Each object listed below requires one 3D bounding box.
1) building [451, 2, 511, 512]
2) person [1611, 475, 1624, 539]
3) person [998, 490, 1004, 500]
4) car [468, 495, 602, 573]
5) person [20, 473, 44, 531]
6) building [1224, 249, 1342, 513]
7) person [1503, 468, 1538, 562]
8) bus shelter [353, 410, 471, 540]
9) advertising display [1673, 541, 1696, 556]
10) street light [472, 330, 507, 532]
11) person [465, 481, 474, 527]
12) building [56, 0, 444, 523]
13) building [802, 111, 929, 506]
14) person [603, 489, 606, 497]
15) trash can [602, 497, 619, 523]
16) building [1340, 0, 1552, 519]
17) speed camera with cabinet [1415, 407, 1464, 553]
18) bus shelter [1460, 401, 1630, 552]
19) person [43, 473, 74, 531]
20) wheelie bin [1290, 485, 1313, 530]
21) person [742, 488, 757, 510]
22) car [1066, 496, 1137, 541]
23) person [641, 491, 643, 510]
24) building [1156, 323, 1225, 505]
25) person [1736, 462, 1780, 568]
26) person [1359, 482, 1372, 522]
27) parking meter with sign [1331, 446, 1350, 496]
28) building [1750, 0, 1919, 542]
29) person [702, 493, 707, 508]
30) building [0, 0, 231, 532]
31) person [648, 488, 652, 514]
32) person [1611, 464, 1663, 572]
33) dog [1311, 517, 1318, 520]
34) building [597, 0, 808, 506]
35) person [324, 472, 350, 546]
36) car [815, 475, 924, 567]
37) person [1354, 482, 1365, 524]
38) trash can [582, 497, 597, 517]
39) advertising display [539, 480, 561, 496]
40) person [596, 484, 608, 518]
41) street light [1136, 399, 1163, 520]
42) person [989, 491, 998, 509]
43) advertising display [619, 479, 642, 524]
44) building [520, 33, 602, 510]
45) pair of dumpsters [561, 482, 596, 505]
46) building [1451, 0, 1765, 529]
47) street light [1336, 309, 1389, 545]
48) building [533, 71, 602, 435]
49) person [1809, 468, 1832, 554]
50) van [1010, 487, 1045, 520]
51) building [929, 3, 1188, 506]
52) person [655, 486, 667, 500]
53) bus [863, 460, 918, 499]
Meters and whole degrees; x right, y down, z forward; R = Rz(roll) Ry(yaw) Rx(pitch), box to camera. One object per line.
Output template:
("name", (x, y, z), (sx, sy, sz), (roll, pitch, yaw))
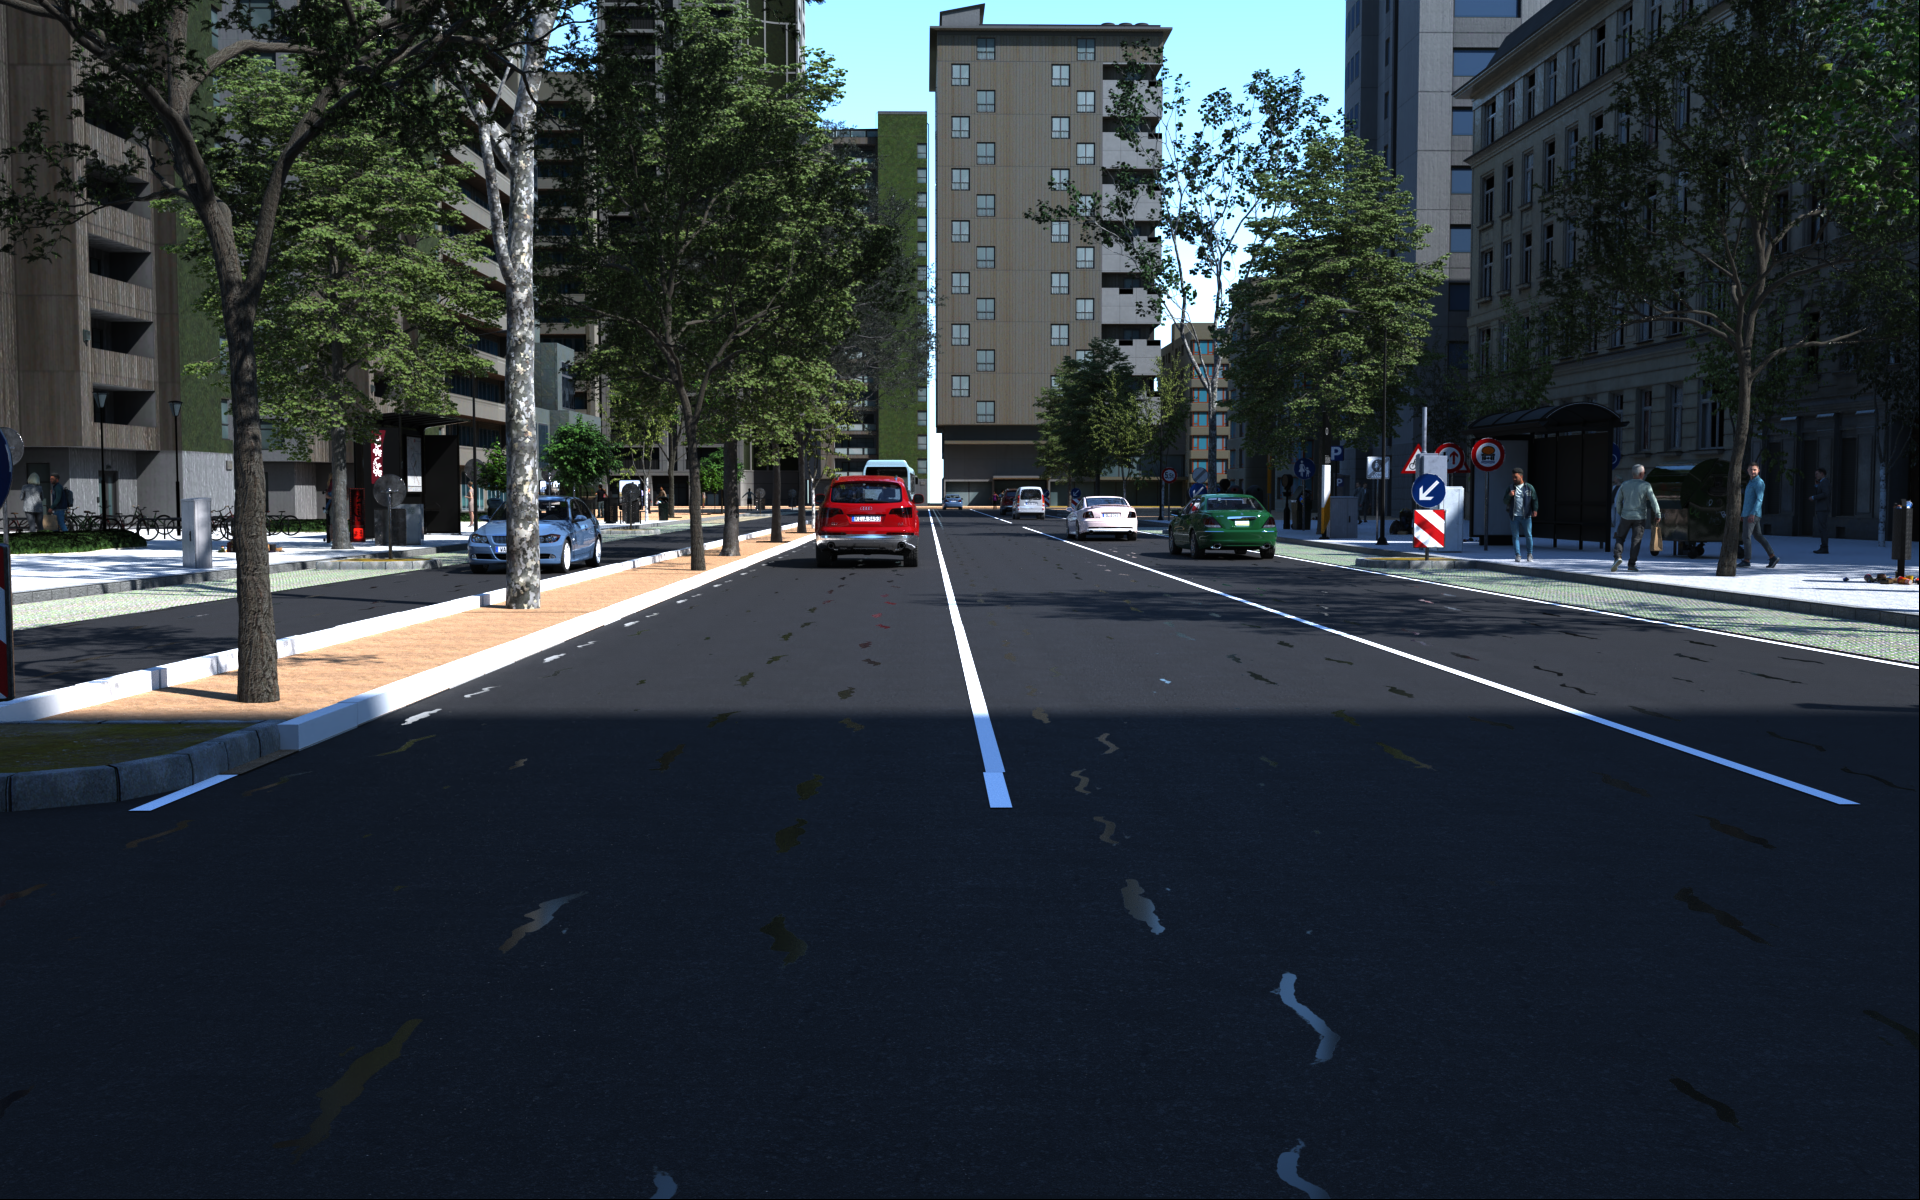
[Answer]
("building", (-40.363, -29.597, 107.620), (21.300, 48.544, 21.600), (0, 4, -1))
("person", (19.062, -2.704, 50.129), (0.514, 1.842, 0.818), (3, 5, 43))
("person", (3.939, -9.258, 159.878), (0.705, 1.823, 1.348), (-3, 5, -43))
("car", (-7.989, -1.279, 32.908), (2.014, 1.417, 4.499), (0, 4, 0))
("person", (-22.480, -2.184, 41.941), (0.537, 1.800, 0.526), (-3, 5, -40))
("building", (36.817, -17.595, 132.714), (27.650, 21.520, 28.899), (0, 4, -1))
("person", (10.626, -1.618, 32.845), (0.623, 1.781, 0.721), (1, 4, 14))
("bus shelter", (-16.228, -3.691, 51.637), (1.731, 3.624, 6.357), (0, 4, -1))
("advertising display", (15.245, -1.907, 36.395), (0.974, 1.923, 0.123), (-3, 5, -41))
("street light", (-13.187, -4.674, 48.958), (1.470, 5.913, 1.316), (0, 4, -1))
("person", (-19.159, -3.751, 67.721), (0.374, 1.781, 0.599), (0, 4, -4))
("building", (-36.076, -19.494, 90.425), (14.160, 30.474, 14.107), (0, 4, -1))
("building", (-10.394, -30.871, 188.330), (14.086, 41.232, 14.154), (0, 4, -1))
("person", (-31.524, -8.937, 152.877), (0.721, 1.743, 1.217), (0, 4, -6))
("trash can", (-15.407, -3.961, 76.419), (0.748, 1.137, 0.748), (0, 3, 0))
("building", (33.838, -34.313, 103.016), (21.231, 58.520, 28.212), (0, 4, -1))
("speed camera with cabinet", (10.722, -2.714, 38.710), (0.660, 3.252, 2.038), (0, 4, 1))
("bus shelter", (13.581, -2.861, 40.693), (2.014, 3.302, 5.546), (0, 4, -1))
("person", (-23.082, -2.339, 44.269), (0.713, 1.824, 0.794), (0, 4, -7))
("wheelie bin", (12.297, -3.327, 62.312), (0.693, 1.594, 0.980), (-1, 4, -11))
("person", (-16.439, -7.857, 135.284), (1.217, 1.735, 0.721), (0, 4, -5))
("car", (4.446, -2.582, 54.585), (2.083, 1.381, 4.827), (0, 4, -3))
("person", (-25.677, -8.119, 138.659), (0.599, 1.838, 0.709), (1, 4, 11))
("building", (38.529, -21.506, 196.667), (28.899, 21.520, 27.650), (0, 4, -1))
("person", (13.831, -1.476, 30.043), (0.748, 1.841, 0.638), (2, 4, 25))
("person", (18.321, -4.444, 78.662), (0.622, 1.834, 0.822), (-1, 4, -10))
("parking meter with sign", (13.974, -4.099, 63.272), (0.543, 3.016, 1.738), (2, 4, 29))
("building", (29.986, -12.032, 45.880), (9.793, 20.994, 18.267), (0, 4, -1))
("person", (-23.665, -9.424, 160.126), (0.705, 1.824, 1.348), (0, 4, 2))
("building", (-35.767, -17.701, 61.115), (14.160, 30.474, 14.107), (0, 4, -1))
("person", (-20.374, -6.517, 113.399), (0.445, 1.727, 0.742), (-1, 4, -14))
("person", (11.148, -1.340, 28.435), (0.782, 1.767, 0.515), (2, 4, 34))
("dog", (17.509, -4.103, 84.823), (0.748, 0.427, 0.550), (3, 5, 44))
("building", (-27.845, -45.998, 190.311), (20.611, 71.187, 20.563), (0, 4, -1))
("person", (-15.497, -2.263, 43.020), (0.573, 1.828, 0.580), (0, 4, 3))
("car", (-1.873, -1.644, 35.556), (2.281, 1.827, 5.304), (0, 4, -2))
("person", (16.832, -4.114, 73.410), (0.767, 1.812, 0.694), (-2, 4, -27))
("trash can", (-16.925, -4.115, 78.937), (0.748, 1.137, 0.748), (0, 3, 0))
("advertising display", (-18.508, -4.462, 78.163), (0.974, 1.923, 0.123), (-2, 4, -30))
("person", (-19.174, -5.273, 92.274), (0.705, 1.822, 1.348), (3, 4, 37))
("street light", (9.253, -6.842, 84.405), (1.470, 5.913, 1.316), (0, 4, -1))
("person", (3.193, -9.318, 161.525), (1.217, 1.739, 0.721), (3, 5, 40))
("advertising display", (-14.202, -4.244, 74.595), (0.974, 1.923, 0.123), (0, 4, -2))
("building", (-45.490, -50.119, 132.124), (31.000, 86.520, 22.319), (0, 4, -1))
("pair of dumpsters", (-18.476, -4.881, 82.304), (1.574, 2.255, 4.437), (0, 4, -1))
("building", (32.255, -14.477, 69.990), (16.112, 22.955, 30.059), (0, 4, -1))
("street light", (10.121, -4.344, 43.558), (1.470, 5.913, 1.316), (0, 4, -1))
("building", (-48.958, -34.709, 191.200), (21.600, 48.544, 21.300), (0, 4, -1))
("person", (18.605, -1.935, 37.482), (0.447, 1.846, 0.655), (2, 4, 24))
("van", (3.885, -5.596, 98.506), (2.013, 2.044, 4.112), (0, 4, -2))
("building", (10.300, -37.112, 196.020), (27.495, 52.752, 28.713), (0, 4, -1))
("person", (-19.994, -6.731, 116.106), (0.705, 1.823, 1.348), (-3, 5, -39))
("bus", (-3.994, -6.436, 100.083), (2.948, 3.499, 13.247), (0, 4, 0))
